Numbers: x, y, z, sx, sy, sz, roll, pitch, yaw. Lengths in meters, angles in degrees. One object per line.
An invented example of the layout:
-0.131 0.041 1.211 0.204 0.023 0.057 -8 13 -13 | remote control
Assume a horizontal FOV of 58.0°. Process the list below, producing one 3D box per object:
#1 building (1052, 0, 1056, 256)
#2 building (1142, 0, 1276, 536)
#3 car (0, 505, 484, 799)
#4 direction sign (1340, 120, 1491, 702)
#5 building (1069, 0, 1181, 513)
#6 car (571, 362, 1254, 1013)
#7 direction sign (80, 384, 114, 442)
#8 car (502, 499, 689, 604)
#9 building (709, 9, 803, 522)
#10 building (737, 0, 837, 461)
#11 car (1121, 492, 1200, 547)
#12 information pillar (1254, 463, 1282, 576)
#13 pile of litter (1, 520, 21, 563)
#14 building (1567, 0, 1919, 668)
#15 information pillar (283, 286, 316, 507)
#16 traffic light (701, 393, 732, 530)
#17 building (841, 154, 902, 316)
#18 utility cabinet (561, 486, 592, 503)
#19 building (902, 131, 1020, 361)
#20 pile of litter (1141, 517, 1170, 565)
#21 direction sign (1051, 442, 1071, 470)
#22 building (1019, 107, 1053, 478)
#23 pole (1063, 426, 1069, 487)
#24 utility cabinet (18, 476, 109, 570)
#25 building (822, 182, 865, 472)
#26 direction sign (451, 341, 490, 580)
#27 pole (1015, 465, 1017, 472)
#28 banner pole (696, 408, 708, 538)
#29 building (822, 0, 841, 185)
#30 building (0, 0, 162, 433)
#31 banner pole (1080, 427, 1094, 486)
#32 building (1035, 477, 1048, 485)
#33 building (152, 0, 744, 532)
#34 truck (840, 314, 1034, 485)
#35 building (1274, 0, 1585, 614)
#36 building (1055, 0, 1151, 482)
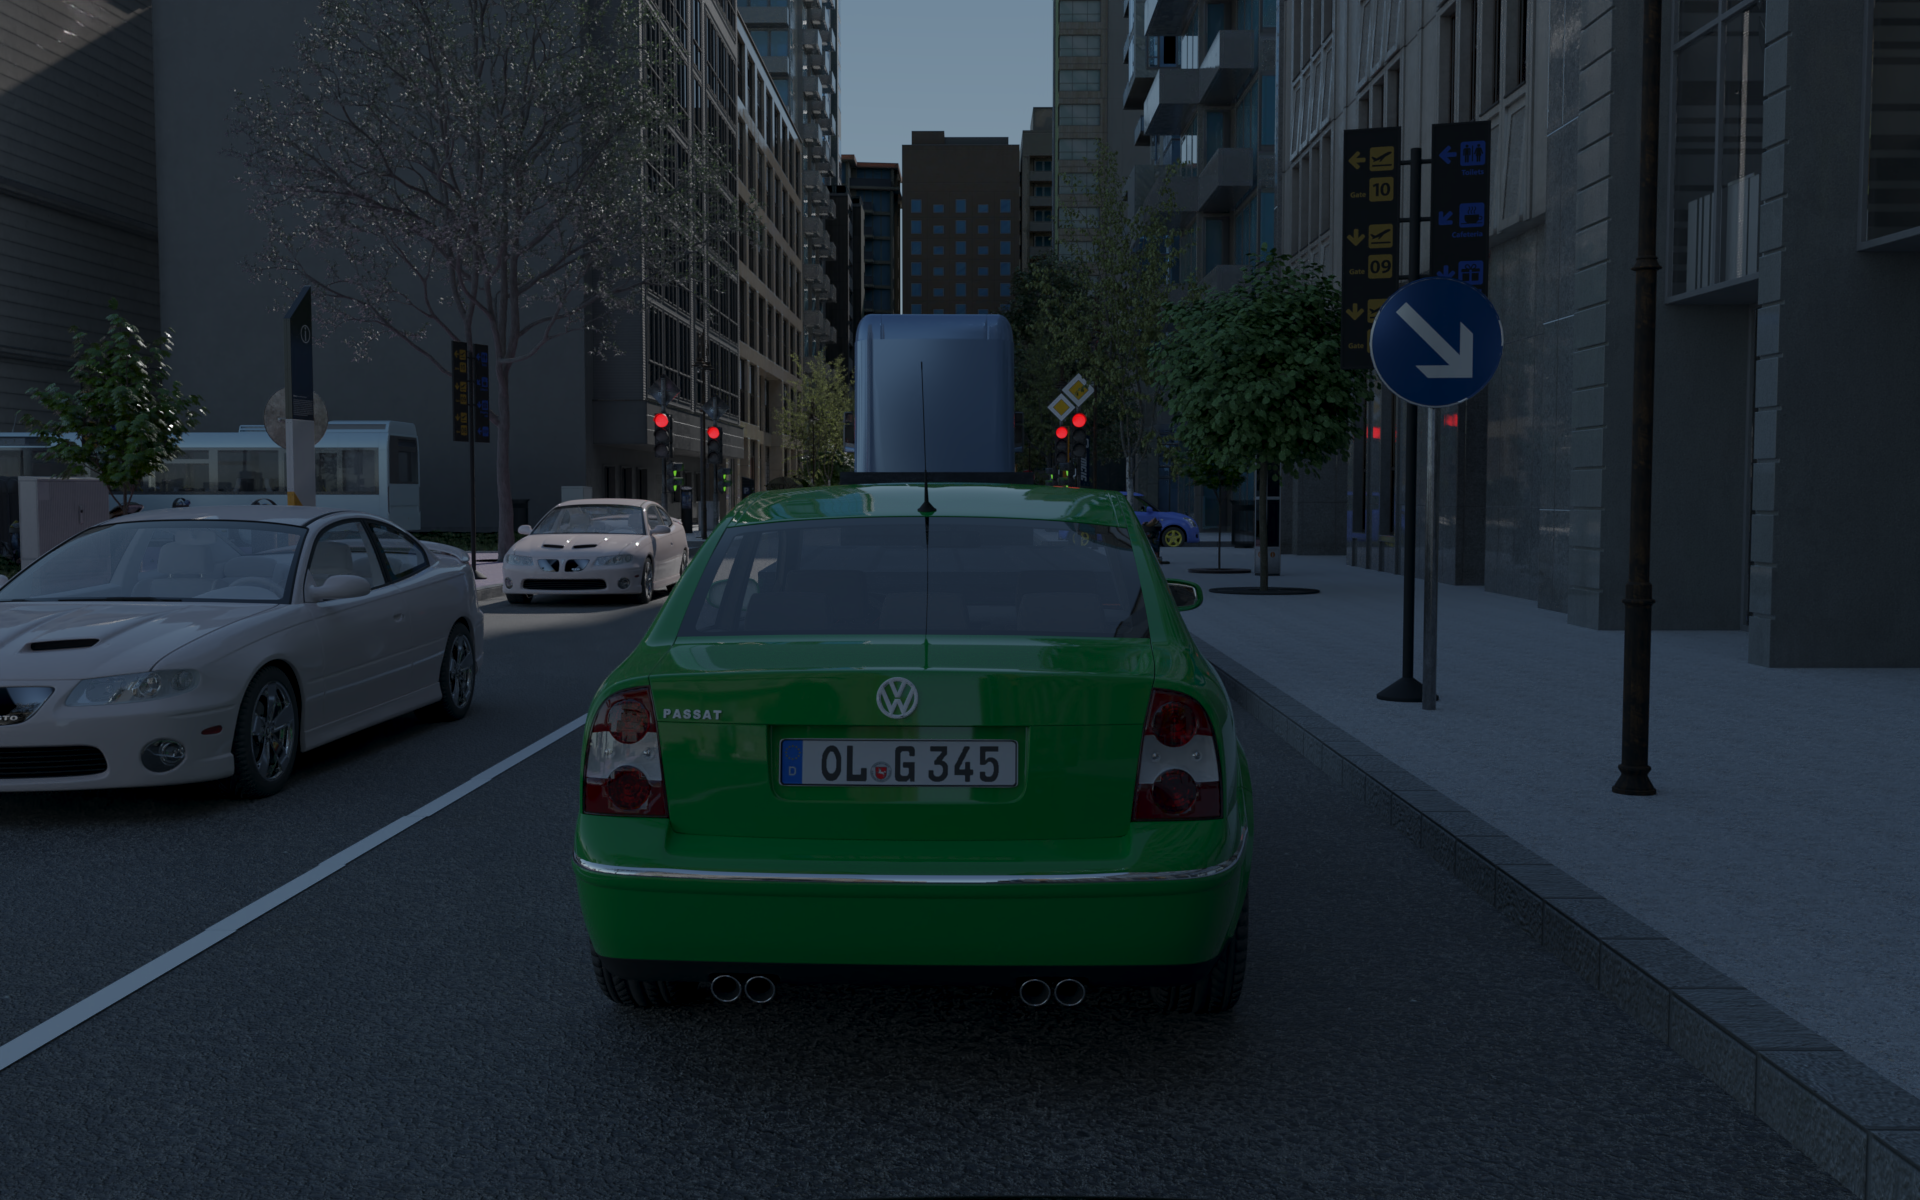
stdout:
18.854 -37.601 156.781 21.231 58.520 28.212 0 4 0 | building
21.766 -26.968 60.529 30.456 49.044 23.786 0 4 0 | building
-4.119 0.164 9.677 2.083 1.381 4.827 0 4 2 | car
2.801 -1.146 10.733 0.876 3.537 0.379 1 4 19 | direction sign
18.209 -48.123 99.486 22.319 86.520 31.000 0 4 0 | building
-0.052 0.160 6.185 1.959 1.807 4.718 0 4 2 | car
-17.549 -2.660 35.483 0.379 3.537 0.876 2 4 33 | direction sign
-4.970 -0.720 24.131 2.083 1.381 4.827 0 4 1 | car
-19.648 -17.576 91.885 19.350 26.468 34.151 0 4 0 | building
-21.646 -31.717 138.184 23.786 49.044 30.456 0 4 0 | building
4.415 -2.183 45.286 3.694 1.707 1.945 0 4 2 | car
4.830 -1.386 27.161 0.304 2.012 0.304 -2 4 -24 | information pillar
-16.501 -1.029 30.783 1.719 0.858 1.176 -3 4 -38 | pile of litter
11.260 -13.699 1.479 11.434 29.767 29.804 0 4 0 | building
-7.363 -1.713 19.357 0.183 3.616 0.504 0 4 8 | information pillar
-6.810 -3.636 48.363 0.839 4.253 0.868 0 4 0 | traffic light
-21.812 -34.677 221.589 28.867 44.769 22.147 0 4 0 | building
-10.685 -2.428 48.376 0.318 1.500 1.173 -3 5 -43 | utility cabinet
0.150 -34.652 216.676 14.200 45.320 14.600 0 4 0 | building
3.282 -1.098 31.921 1.176 0.858 1.719 0 4 7 | pile of litter
4.329 -5.034 74.305 0.876 3.537 0.379 0 4 -8 | direction sign
18.117 -36.485 220.223 21.600 48.544 21.300 0 4 0 | building
3.191 -3.567 52.172 0.158 3.312 0.155 0 3 0 | pole
-11.317 -0.811 21.945 0.318 1.500 1.173 1 4 16 | utility cabinet
-16.320 -23.826 161.255 14.160 30.474 14.107 0 4 0 | building
-7.333 -2.081 26.026 0.379 3.537 0.876 1 4 20 | direction sign
3.495 -7.027 108.742 0.158 3.312 0.155 0 3 0 | pole
-7.530 -3.705 50.589 0.401 3.779 0.863 0 4 -6 | banner pole
-24.737 -53.286 183.891 31.000 86.520 22.319 0 4 0 | building
-40.091 -16.483 56.883 23.554 28.519 14.401 0 4 0 | building
4.791 -4.580 64.904 0.863 3.779 0.401 0 4 -2 | banner pole
24.221 -30.059 183.348 32.217 40.220 23.993 0 4 0 | building
-16.441 -16.446 62.406 14.314 27.812 24.014 0 4 0 | building
-0.259 -1.861 20.186 2.967 4.110 18.799 0 4 -1 | truck
12.581 -12.747 26.441 12.078 24.808 19.932 0 4 0 | building
14.394 -27.670 135.994 14.154 41.232 14.086 0 4 0 | building
